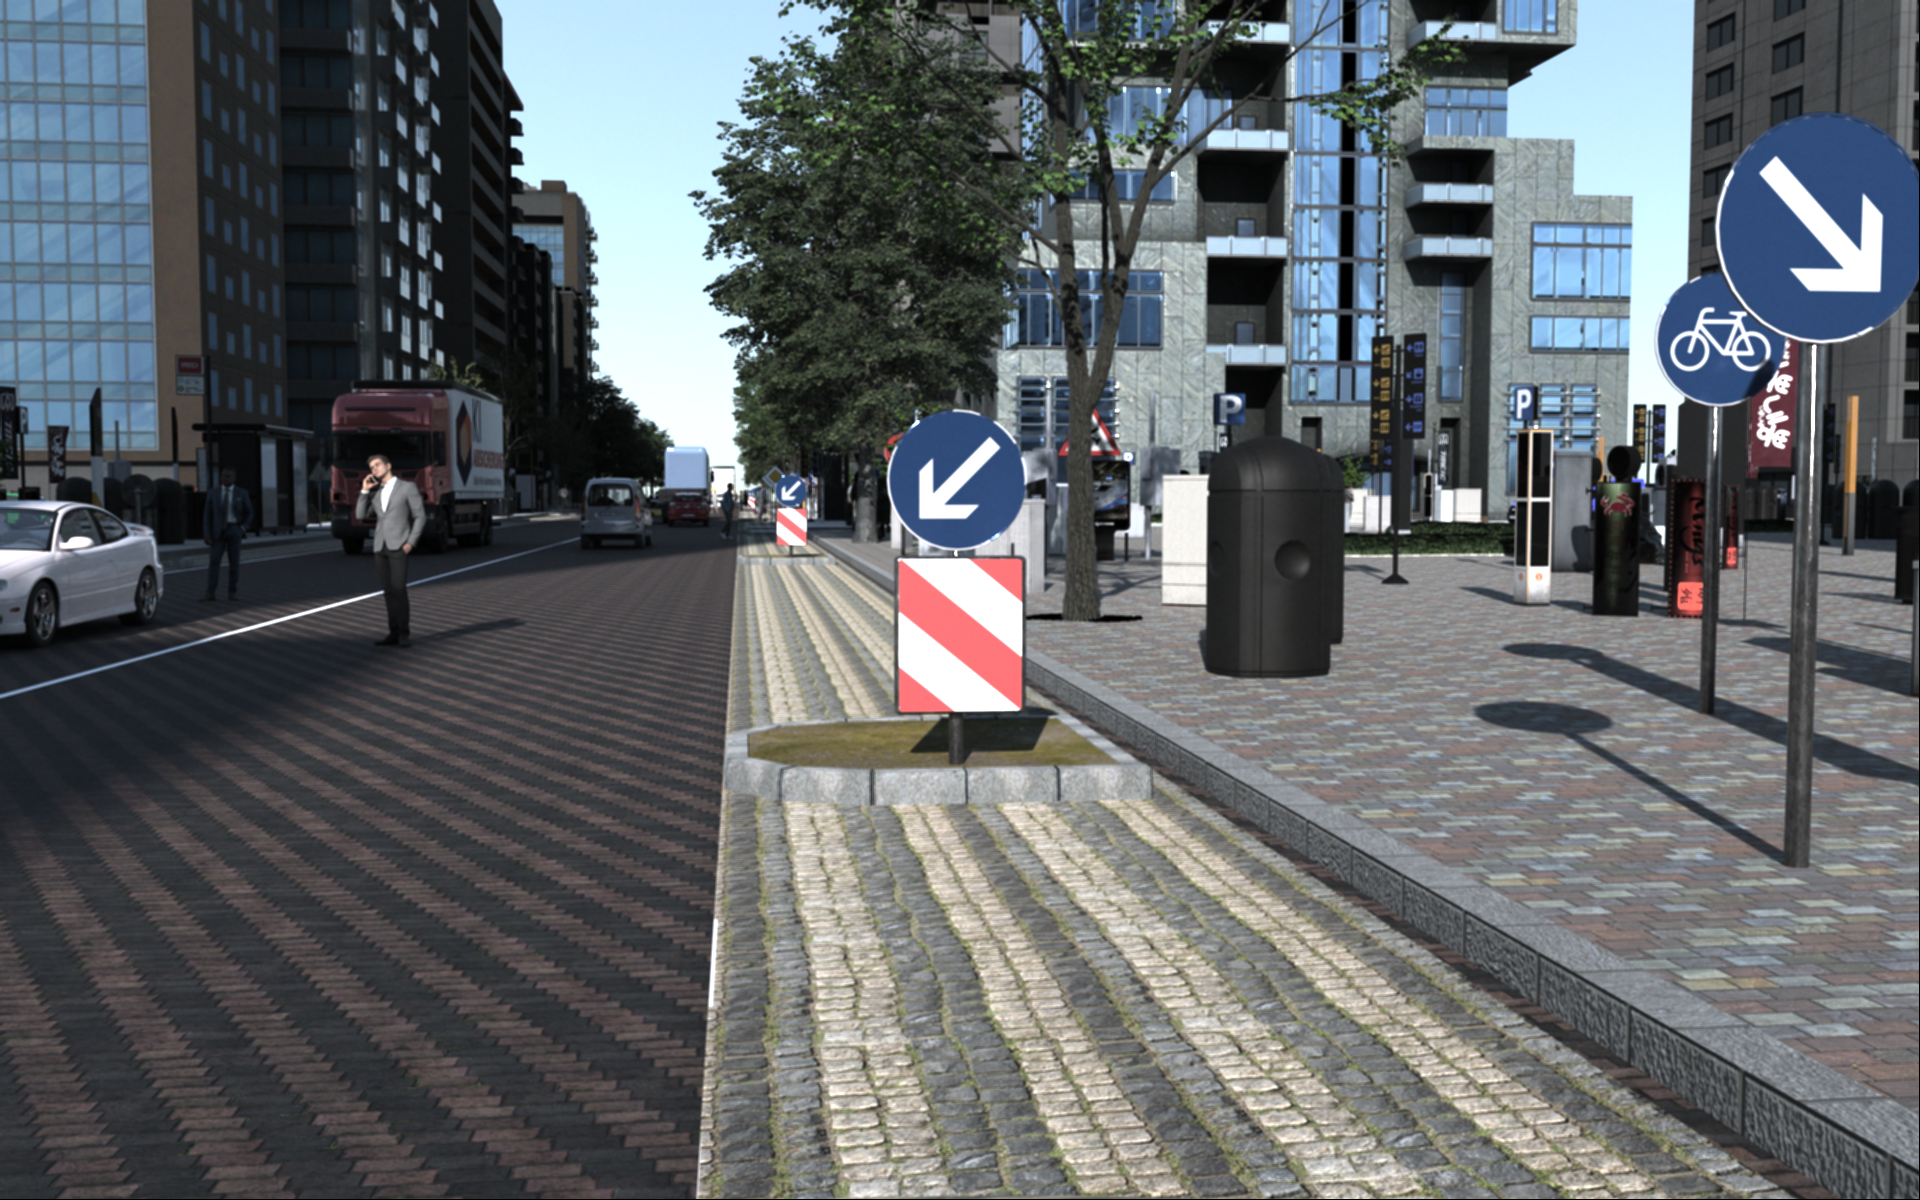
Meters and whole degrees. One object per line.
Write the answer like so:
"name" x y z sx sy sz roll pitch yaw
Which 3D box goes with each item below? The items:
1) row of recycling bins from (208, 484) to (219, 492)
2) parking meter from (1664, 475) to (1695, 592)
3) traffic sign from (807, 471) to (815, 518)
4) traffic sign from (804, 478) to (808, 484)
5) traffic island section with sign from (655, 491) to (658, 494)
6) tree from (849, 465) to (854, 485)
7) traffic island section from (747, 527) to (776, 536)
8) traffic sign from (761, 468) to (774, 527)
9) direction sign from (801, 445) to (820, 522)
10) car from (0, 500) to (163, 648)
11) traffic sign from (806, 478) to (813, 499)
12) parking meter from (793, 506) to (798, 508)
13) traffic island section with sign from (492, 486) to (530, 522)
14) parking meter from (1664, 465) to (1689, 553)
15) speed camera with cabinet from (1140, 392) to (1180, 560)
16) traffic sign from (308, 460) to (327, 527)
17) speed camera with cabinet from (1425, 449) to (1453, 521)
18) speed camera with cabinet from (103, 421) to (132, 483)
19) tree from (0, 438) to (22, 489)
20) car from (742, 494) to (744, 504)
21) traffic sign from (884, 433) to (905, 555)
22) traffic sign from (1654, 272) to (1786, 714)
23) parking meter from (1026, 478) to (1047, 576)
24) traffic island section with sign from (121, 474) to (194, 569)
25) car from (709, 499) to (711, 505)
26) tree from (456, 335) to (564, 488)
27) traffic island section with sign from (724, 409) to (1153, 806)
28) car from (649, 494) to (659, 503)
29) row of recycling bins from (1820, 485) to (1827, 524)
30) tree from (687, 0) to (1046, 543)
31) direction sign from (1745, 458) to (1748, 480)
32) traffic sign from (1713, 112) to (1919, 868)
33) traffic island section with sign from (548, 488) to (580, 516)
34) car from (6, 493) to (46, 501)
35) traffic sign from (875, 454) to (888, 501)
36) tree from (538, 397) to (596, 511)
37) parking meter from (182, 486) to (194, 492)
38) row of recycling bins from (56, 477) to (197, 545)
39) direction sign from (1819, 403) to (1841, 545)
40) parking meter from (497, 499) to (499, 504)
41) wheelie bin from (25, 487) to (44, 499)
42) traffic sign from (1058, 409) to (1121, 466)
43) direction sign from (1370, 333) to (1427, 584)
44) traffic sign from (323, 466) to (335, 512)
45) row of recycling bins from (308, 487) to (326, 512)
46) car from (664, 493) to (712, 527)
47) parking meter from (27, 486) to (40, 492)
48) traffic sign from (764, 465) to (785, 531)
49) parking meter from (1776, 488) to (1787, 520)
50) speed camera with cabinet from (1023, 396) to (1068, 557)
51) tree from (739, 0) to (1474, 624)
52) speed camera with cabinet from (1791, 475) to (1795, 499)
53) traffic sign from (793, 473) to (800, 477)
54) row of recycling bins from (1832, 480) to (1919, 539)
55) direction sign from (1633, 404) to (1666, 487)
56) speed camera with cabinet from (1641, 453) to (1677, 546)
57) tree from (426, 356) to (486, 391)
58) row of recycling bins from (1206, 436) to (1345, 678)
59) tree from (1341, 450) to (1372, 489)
"row of recycling bins" -31.903 -3.978 72.160 3.534 1.692 1.069 1 4 22
"parking meter" 9.446 -0.874 22.707 0.372 1.533 0.369 0 3 0
"traffic sign" -7.956 -5.757 94.236 0.768 2.556 0.104 0 4 -3
"traffic sign" -12.425 -8.484 138.711 0.884 2.594 0.081 0 4 1
"traffic island section with sign" -43.129 -14.597 247.289 1.989 1.847 2.006 0 4 -7
"tree" -6.714 -6.386 99.014 1.663 3.219 1.824 0 3 0
"traffic island section" -6.374 -2.318 60.175 2.009 0.180 2.903 0 4 -7
"traffic sign" -7.400 -3.937 68.017 0.795 2.450 0.064 0 4 -7
"direction sign" -6.926 -5.404 80.345 0.876 3.537 0.379 0 4 1
"car" -9.646 -0.316 17.536 2.083 1.381 4.827 0 4 -7
"traffic sign" -8.556 -6.167 100.931 0.768 2.556 0.104 0 4 -3
"parking meter" -9.741 -5.877 101.805 0.255 1.863 0.399 2 4 35
"traffic island section with sign" -22.971 -4.864 88.156 1.989 1.847 2.006 0 4 -7
"parking meter" 14.234 -1.752 34.364 0.399 1.863 0.255 0 4 -8
"speed camera with cabinet" 4.158 -2.369 33.068 0.660 3.252 2.038 -1 4 -22
"traffic sign" -24.677 -4.083 66.764 0.884 2.594 0.081 0 4 -4
"speed camera with cabinet" 20.993 -4.987 75.873 0.660 3.252 2.038 0 4 -6
"speed camera with cabinet" -22.441 -3.242 47.344 0.660 3.252 2.038 2 4 35
"tree" -18.392 -2.304 32.265 1.663 3.219 1.824 0 3 0
"car" -29.377 -14.153 240.191 1.959 1.807 4.718 0 4 -6
"traffic sign" -1.193 -2.210 36.247 0.768 2.556 0.104 0 4 2
"traffic sign" 4.369 -0.608 10.054 0.768 2.556 0.104 0 4 -2
"parking meter" 1.172 -1.149 27.202 0.372 1.533 0.369 0 3 0
"traffic island section with sign" -16.071 -1.528 33.604 1.989 1.847 2.006 0 4 -7
"car" -29.981 -12.048 206.567 1.945 1.707 3.694 0 4 -7
"tree" -27.278 -10.276 102.427 8.767 10.594 7.601 2 4 25
"traffic island section with sign" -0.210 -0.016 8.882 1.989 1.847 2.006 0 4 -7
"car" -28.509 -9.212 162.624 2.014 1.417 4.499 -1 4 -8
"row of recycling bins" 37.956 -4.120 74.474 3.534 1.692 1.069 -3 4 -38
"tree" -2.522 -8.479 45.293 9.857 13.997 8.962 0 3 0
"direction sign" 42.000 -6.194 93.262 0.876 3.537 0.379 1 4 18
"traffic sign" 2.885 -0.354 5.895 0.768 2.556 0.104 0 4 -6
"traffic island section with sign" -26.485 -6.557 115.839 1.989 1.847 2.006 0 4 -7
"car" -33.181 -3.203 61.158 4.718 1.807 1.959 0 4 -7
"traffic sign" -2.673 -3.364 55.102 0.768 2.556 0.104 0 4 -6
"tree" -31.375 -11.504 138.453 4.360 8.622 3.978 0 3 0
"parking meter" -24.757 -2.882 55.536 0.372 1.533 0.369 0 3 0
"row of recycling bins" -20.778 -2.198 43.051 1.069 1.692 3.534 1 4 21
"direction sign" 21.783 -3.159 43.655 0.379 3.537 0.876 0 4 1
"parking meter" -29.017 -6.333 109.259 0.399 1.863 0.255 3 5 40
"wheelie bin" -39.296 -3.999 73.296 0.980 1.594 0.693 -1 4 -20
"traffic sign" 1.797 -1.473 24.081 0.884 2.594 0.081 0 3 0
"direction sign" 6.246 -2.003 24.754 0.379 3.537 0.876 -3 5 -43
"traffic sign" -24.048 -4.072 66.576 0.884 2.594 0.081 0 4 -2
"row of recycling bins" -38.035 -5.712 100.504 3.534 1.692 1.069 3 4 37
"car" -12.197 -4.201 77.733 2.155 1.783 4.494 -1 4 -9
"parking meter" -30.797 -3.010 57.620 0.372 1.533 0.369 0 3 0
"traffic sign" -6.397 -3.453 60.095 0.795 2.450 0.064 0 4 -7
"parking meter" 36.025 -4.131 75.957 0.372 1.533 0.369 0 3 0
"speed camera with cabinet" 1.828 -2.542 35.892 0.660 3.252 2.038 1 4 18
"tree" 1.374 -5.607 17.431 9.928 11.665 9.643 0 3 0
"speed camera with cabinet" 39.412 -5.281 80.679 2.038 3.252 0.660 -3 5 -44
"traffic sign" -9.704 -6.276 102.723 0.768 2.556 0.104 0 4 -5
"row of recycling bins" 26.908 -2.593 49.508 3.534 1.692 1.069 1 4 10
"direction sign" 17.368 -3.163 43.714 0.876 3.537 0.379 -1 4 -10
"speed camera with cabinet" 17.198 -2.933 42.284 0.660 3.252 2.038 0 4 6
"tree" -26.895 -8.640 91.634 4.737 8.622 4.395 0 3 0
"row of recycling bins" 2.500 -0.402 13.690 1.069 1.692 3.534 1 4 15
"tree" 17.273 -5.050 77.170 1.663 3.219 1.824 0 3 0
